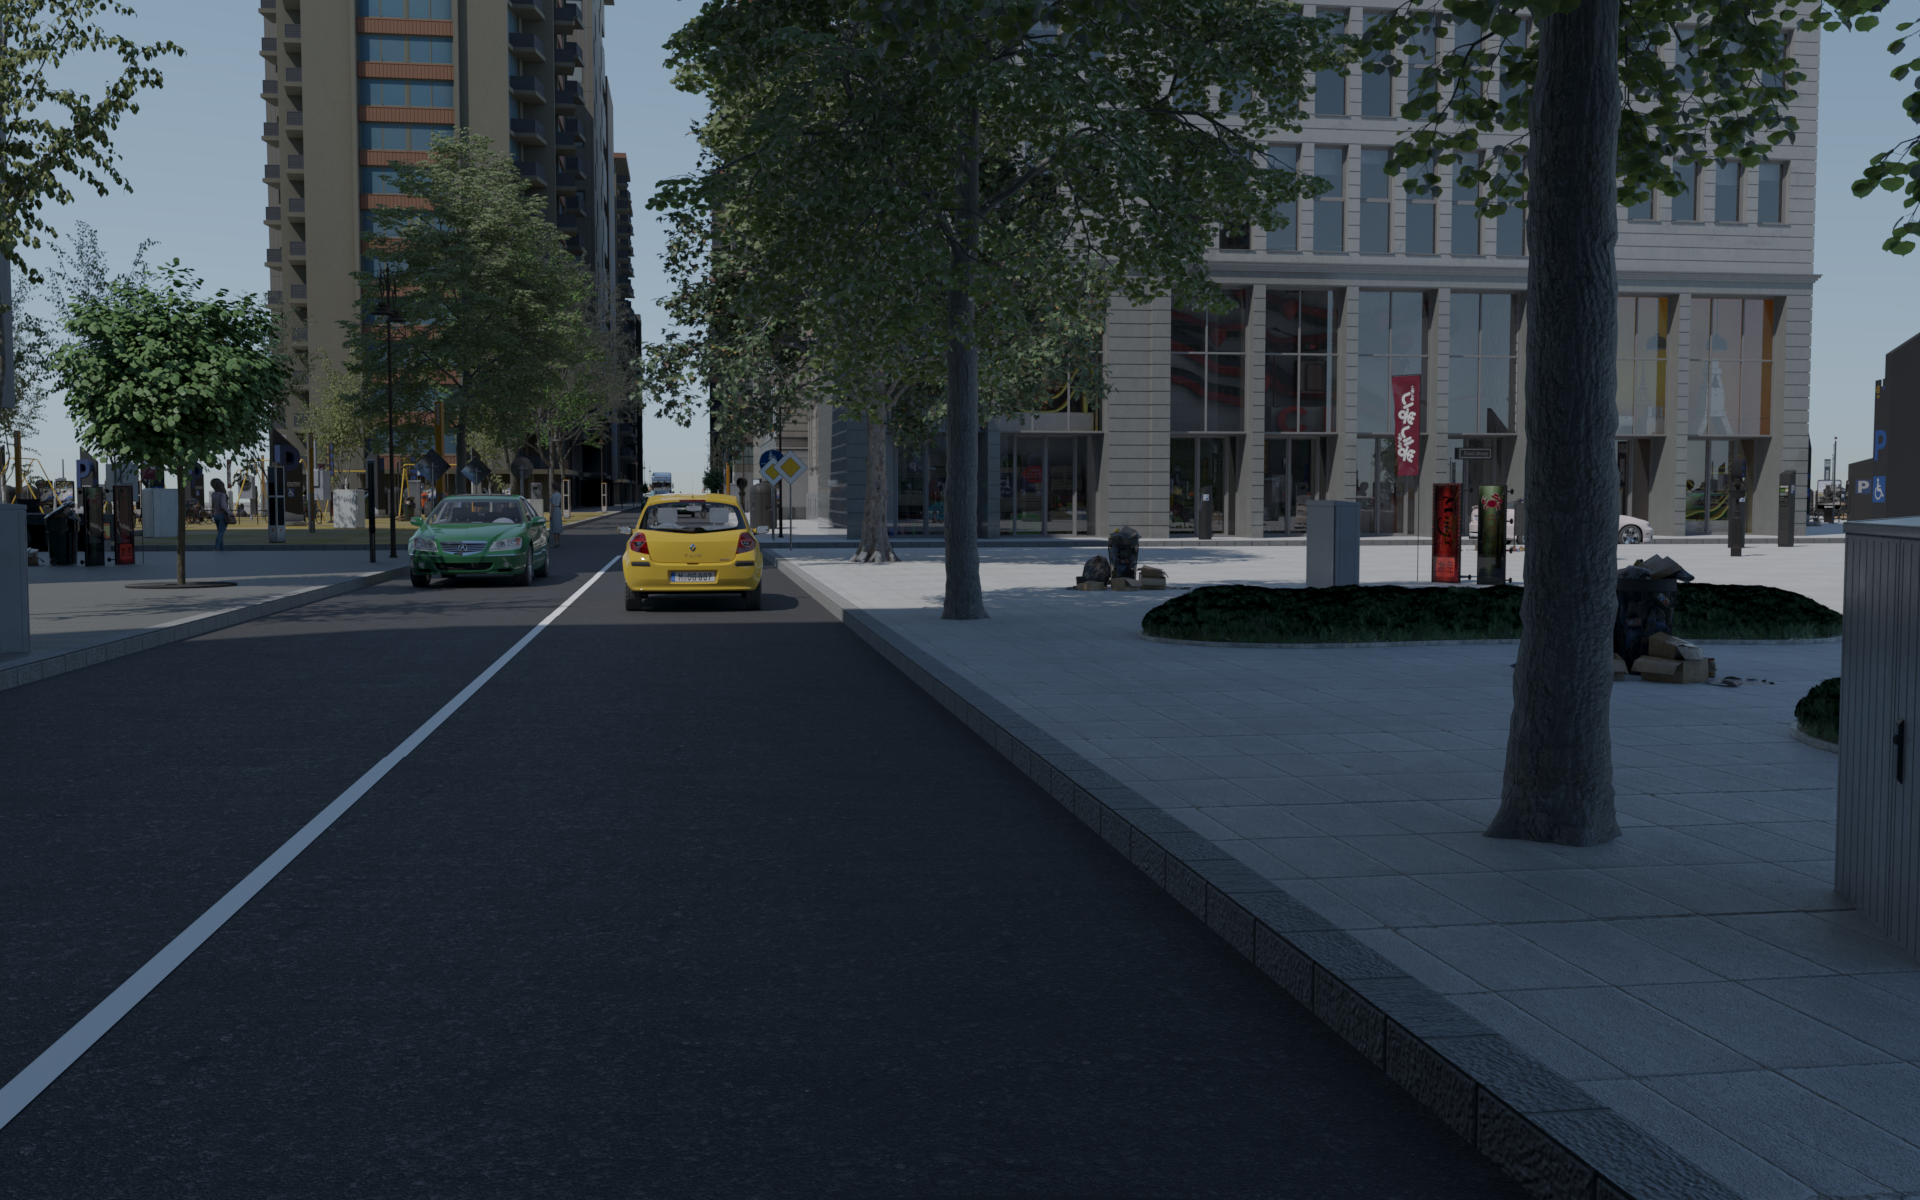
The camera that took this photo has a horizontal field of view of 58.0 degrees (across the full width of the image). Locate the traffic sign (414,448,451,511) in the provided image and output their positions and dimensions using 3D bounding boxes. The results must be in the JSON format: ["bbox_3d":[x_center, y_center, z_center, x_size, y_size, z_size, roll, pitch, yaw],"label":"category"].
[{"bbox_3d":[-11.597,-2.108,38.104,0.795,2.450,0.064,-1,4,-9],"label":"traffic sign"}]

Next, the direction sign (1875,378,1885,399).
[{"bbox_3d":[18.141,-2.579,34.170,0.379,3.537,0.876,1,4,14],"label":"direction sign"}]

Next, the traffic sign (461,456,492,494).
[{"bbox_3d":[-12.835,-2.590,45.993,0.795,2.450,0.064,-1,4,-9],"label":"traffic sign"}]

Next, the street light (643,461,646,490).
[{"bbox_3d":[-43.575,-16.304,239.364,0.468,5.910,1.993,-1,4,-9],"label":"street light"}]

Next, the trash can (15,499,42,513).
[{"bbox_3d":[-28.453,-2.525,52.932,0.748,1.137,0.748,0,3,0],"label":"trash can"}]

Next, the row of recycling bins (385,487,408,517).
[{"bbox_3d":[-32.462,-5.601,98.682,3.534,1.692,1.069,1,4,17],"label":"row of recycling bins"}]

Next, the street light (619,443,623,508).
[{"bbox_3d":[-30.714,-11.281,157.238,0.468,5.910,1.993,-1,4,-9],"label":"street light"}]

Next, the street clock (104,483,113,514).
[{"bbox_3d":[-44.521,-5.271,90.743,0.471,2.002,0.358,0,4,1],"label":"street clock"}]

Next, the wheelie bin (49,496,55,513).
[{"bbox_3d":[-47.217,-4.983,89.373,0.693,1.594,0.980,0,4,0],"label":"wheelie bin"}]

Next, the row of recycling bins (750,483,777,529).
[{"bbox_3d":[-7.342,-3.523,64.714,1.069,1.692,3.534,0,4,-5],"label":"row of recycling bins"}]

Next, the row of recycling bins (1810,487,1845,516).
[{"bbox_3d":[50.594,-5.715,100.553,3.534,1.692,1.069,1,4,16],"label":"row of recycling bins"}]

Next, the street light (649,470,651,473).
[{"bbox_3d":[-49.269,-18.504,275.320,0.468,5.910,1.993,-1,4,-9],"label":"street light"}]

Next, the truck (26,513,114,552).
[{"bbox_3d":[-29.603,-3.068,39.924,18.799,4.110,2.967,-1,4,-10],"label":"truck"}]

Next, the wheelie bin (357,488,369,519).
[{"bbox_3d":[-30.553,-4.953,88.890,0.980,1.594,0.693,0,4,-6],"label":"wheelie bin"}]

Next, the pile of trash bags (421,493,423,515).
[{"bbox_3d":[-33.379,-5.987,107.644,1.912,1.369,3.447,-1,4,-22],"label":"pile of trash bags"}]

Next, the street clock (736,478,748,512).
[{"bbox_3d":[-9.542,-4.359,75.842,0.471,2.002,0.358,2,4,34],"label":"street clock"}]

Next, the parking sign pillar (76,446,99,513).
[{"bbox_3d":[-48.886,-6.641,97.058,1.447,3.967,1.447,2,4,24],"label":"parking sign pillar"}]

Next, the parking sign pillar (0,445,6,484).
[{"bbox_3d":[-52.315,-6.445,93.849,1.447,3.967,1.447,0,4,8],"label":"parking sign pillar"}]

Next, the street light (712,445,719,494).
[{"bbox_3d":[-22.627,-11.529,161.284,0.468,5.910,1.993,-1,4,-9],"label":"street light"}]

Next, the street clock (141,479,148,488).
[{"bbox_3d":[-28.453,-3.442,60.849,0.471,2.002,0.358,-3,5,-44],"label":"street clock"}]

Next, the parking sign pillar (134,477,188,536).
[{"bbox_3d":[-24.745,-3.965,53.299,1.447,3.967,1.447,-2,4,-28],"label":"parking sign pillar"}]

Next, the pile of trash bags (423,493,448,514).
[{"bbox_3d":[-28.930,-5.523,100.061,1.912,1.369,3.447,1,4,22],"label":"pile of trash bags"}]

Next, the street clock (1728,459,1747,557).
[{"bbox_3d":[15.939,-1.893,35.514,0.358,2.002,0.471,2,4,32],"label":"street clock"}]

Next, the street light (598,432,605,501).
[{"bbox_3d":[-25.242,-9.134,122.126,0.468,5.910,1.993,-1,4,-9],"label":"street light"}]

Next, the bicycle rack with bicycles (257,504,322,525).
[{"bbox_3d":[-28.014,-3.642,72.930,2.852,0.926,2.925,2,4,26],"label":"bicycle rack with bicycles"}]

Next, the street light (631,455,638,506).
[{"bbox_3d":[-36.441,-13.481,193.208,0.468,5.910,1.993,-1,4,-9],"label":"street light"}]

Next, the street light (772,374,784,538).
[{"bbox_3d":[-5.270,-4.770,50.782,0.468,5.910,1.993,-1,4,-9],"label":"street light"}]

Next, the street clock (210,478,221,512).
[{"bbox_3d":[-33.442,-4.486,77.910,0.471,2.002,0.358,-3,4,-38],"label":"street clock"}]

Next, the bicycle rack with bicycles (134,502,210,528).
[{"bbox_3d":[-30.502,-3.208,65.826,2.852,0.926,2.925,-1,4,-9],"label":"bicycle rack with bicycles"}]

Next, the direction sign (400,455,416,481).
[{"bbox_3d":[-32.208,-6.676,101.148,0.876,3.537,0.379,-1,4,-11],"label":"direction sign"}]

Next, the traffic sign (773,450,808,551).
[{"bbox_3d":[-3.844,-2.181,39.295,0.795,2.450,0.064,-1,4,-9],"label":"traffic sign"}]

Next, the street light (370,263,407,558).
[{"bbox_3d":[-11.439,-3.792,34.792,0.468,5.910,1.993,-1,4,-9],"label":"street light"}]

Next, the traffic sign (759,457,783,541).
[{"bbox_3d":[-5.082,-2.663,47.184,0.795,2.450,0.064,-1,4,-9],"label":"traffic sign"}]

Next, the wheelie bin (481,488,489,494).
[{"bbox_3d":[-24.358,-4.936,88.610,0.693,1.594,0.980,0,4,-8],"label":"wheelie bin"}]

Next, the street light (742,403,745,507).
[{"bbox_3d":[-10.751,-6.924,86.001,0.468,5.910,1.993,-1,4,-9],"label":"street light"}]

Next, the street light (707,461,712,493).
[{"bbox_3d":[-28.085,-13.677,196.399,0.468,5.910,1.993,-1,4,-9],"label":"street light"}]

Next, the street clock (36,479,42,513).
[{"bbox_3d":[-45.280,-4.939,85.320,0.471,2.002,0.358,-2,4,-25],"label":"street clock"}]

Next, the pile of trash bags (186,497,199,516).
[{"bbox_3d":[-42.955,-5.161,94.130,3.447,1.369,1.912,0,4,8],"label":"pile of trash bags"}]

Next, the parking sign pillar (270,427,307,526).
[{"bbox_3d":[-26.873,-4.933,69.127,1.447,3.967,1.447,2,4,24],"label":"parking sign pillar"}]

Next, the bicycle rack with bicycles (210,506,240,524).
[{"bbox_3d":[-31.932,-3.650,73.059,2.852,0.926,2.925,3,4,38],"label":"bicycle rack with bicycles"}]

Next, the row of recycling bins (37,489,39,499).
[{"bbox_3d":[-53.524,-5.586,98.442,1.069,1.692,3.534,0,4,0],"label":"row of recycling bins"}]

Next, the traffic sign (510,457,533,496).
[{"bbox_3d":[-15.051,-3.635,59.534,0.768,2.556,0.104,0,4,-8],"label":"traffic sign"}]

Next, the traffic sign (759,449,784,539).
[{"bbox_3d":[-5.354,-3.025,49.557,0.768,2.556,0.104,0,4,-1],"label":"traffic sign"}]

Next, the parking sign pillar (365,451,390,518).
[{"bbox_3d":[-31.103,-6.337,92.090,1.447,3.967,1.447,3,5,43],"label":"parking sign pillar"}]

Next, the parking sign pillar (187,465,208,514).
[{"bbox_3d":[-47.162,-7.231,106.700,1.447,3.967,1.447,1,4,13],"label":"parking sign pillar"}]

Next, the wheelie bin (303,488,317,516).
[{"bbox_3d":[-35.667,-5.328,95.016,0.693,1.594,0.980,1,4,18],"label":"wheelie bin"}]

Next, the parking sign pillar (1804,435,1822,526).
[{"bbox_3d":[33.825,-4.955,69.478,1.447,3.967,1.447,1,4,19],"label":"parking sign pillar"}]

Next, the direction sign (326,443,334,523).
[{"bbox_3d":[-27.829,-5.172,76.552,0.379,3.537,0.876,-3,4,-38],"label":"direction sign"}]

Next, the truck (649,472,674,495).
[{"bbox_3d":[-37.784,-14.118,220.588,2.967,4.110,18.799,-1,4,-8],"label":"truck"}]

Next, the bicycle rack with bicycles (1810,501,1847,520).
[{"bbox_3d":[42.386,-4.400,85.324,2.852,0.926,2.925,-3,5,-42],"label":"bicycle rack with bicycles"}]
